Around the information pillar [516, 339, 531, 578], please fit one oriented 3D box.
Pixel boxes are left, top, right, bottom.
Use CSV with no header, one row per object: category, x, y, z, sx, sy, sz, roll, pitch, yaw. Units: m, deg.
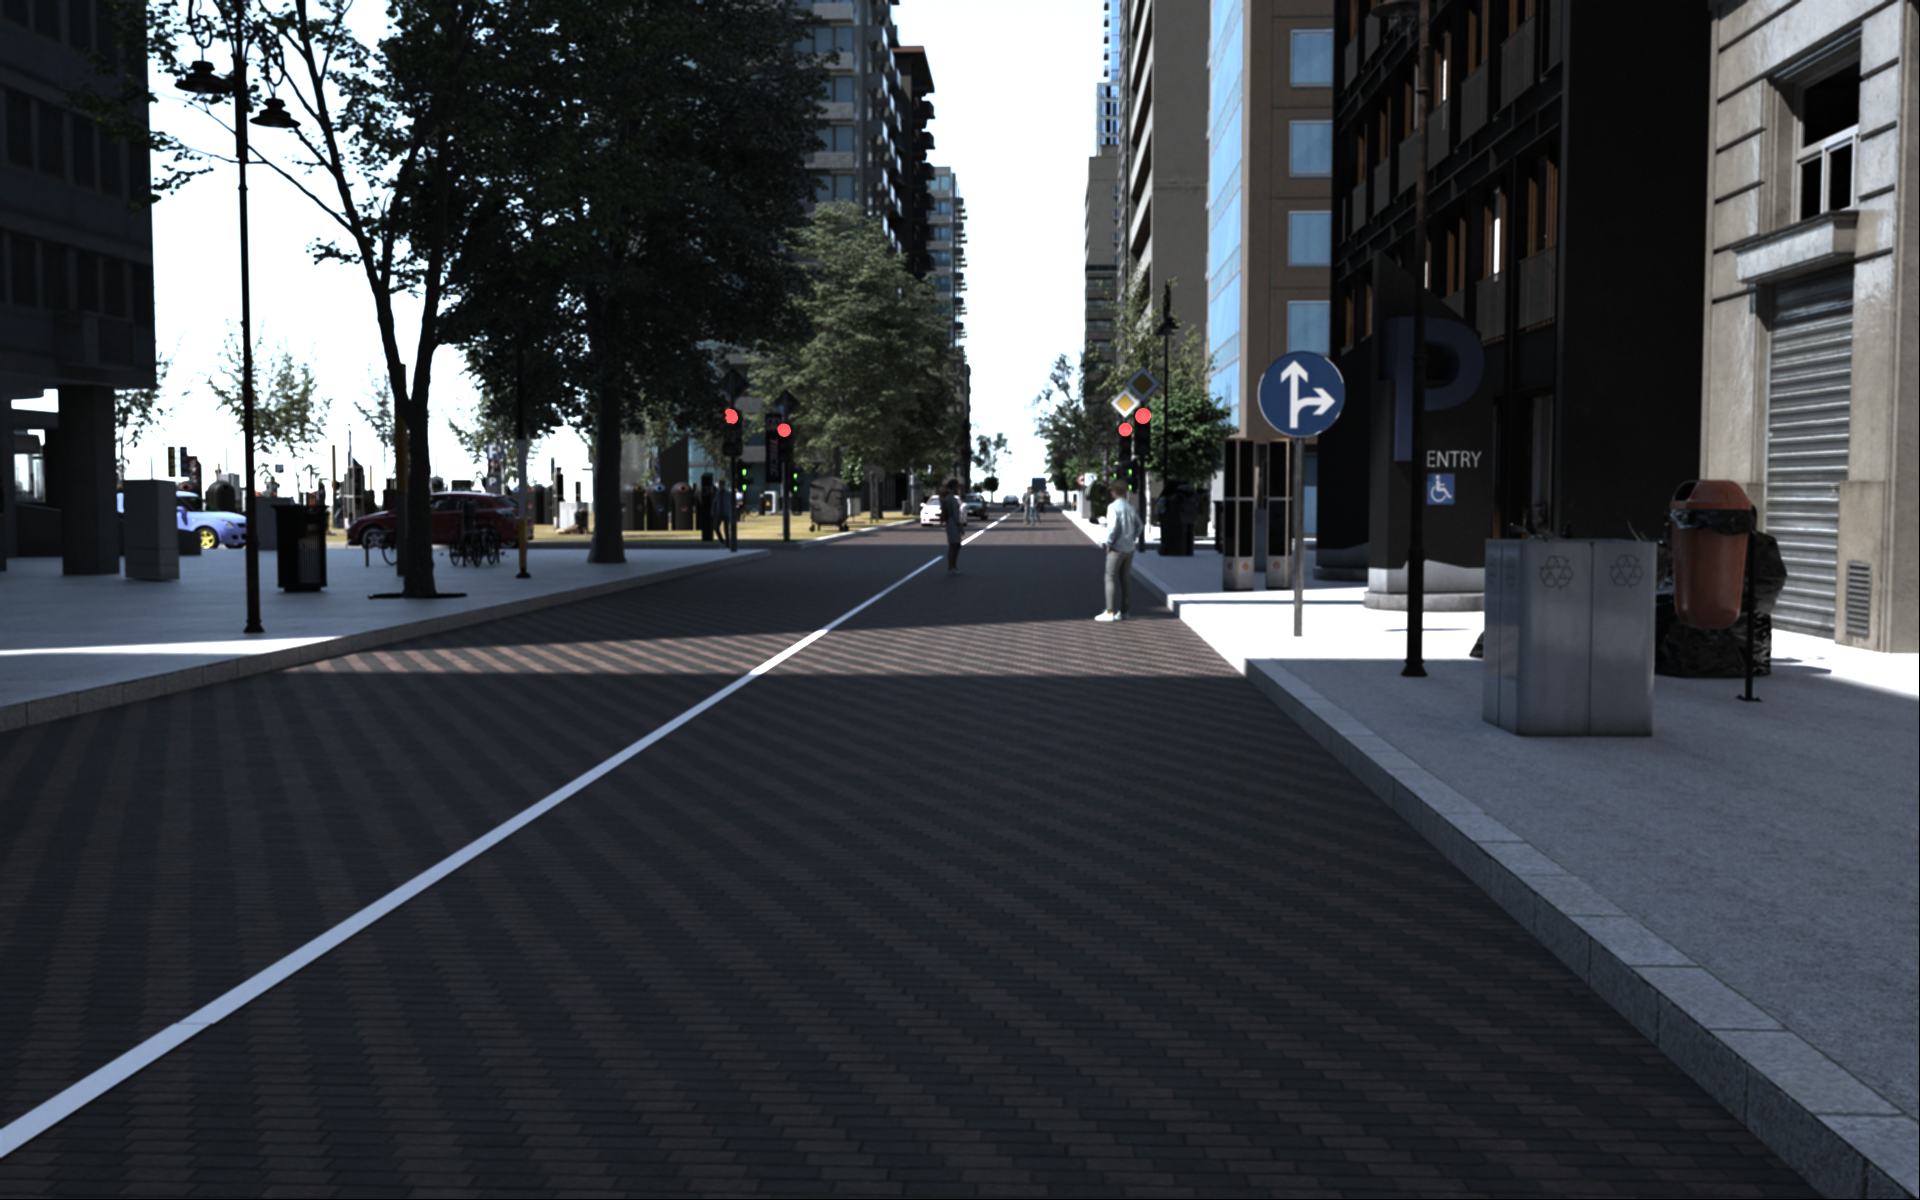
information pillar,-6.707,-2.152,26.539,0.183,3.616,0.504,0,4,-8

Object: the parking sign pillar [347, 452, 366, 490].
parking sign pillar,-38.464,-7.458,110.410,1.447,3.967,1.447,1,4,15

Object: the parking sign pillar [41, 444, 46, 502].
parking sign pillar,-35.044,-4.811,67.132,1.447,3.967,1.447,2,4,35

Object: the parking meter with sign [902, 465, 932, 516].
parking meter with sign,-2.569,-6.581,103.860,1.738,3.016,0.543,-1,4,-18

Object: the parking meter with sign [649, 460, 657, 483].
parking meter with sign,-14.814,-5.571,87.353,1.738,3.016,0.543,2,4,30

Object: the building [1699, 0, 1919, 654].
building,14.201,-10.368,2.798,16.112,22.955,30.059,0,4,3

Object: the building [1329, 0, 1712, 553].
building,13.226,-12.028,26.330,12.332,23.373,15.834,0,4,3

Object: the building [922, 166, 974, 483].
building,-10.137,-38.739,252.994,23.786,49.044,30.456,0,4,3

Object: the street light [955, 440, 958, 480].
street light,-0.313,-10.791,149.215,0.468,5.910,1.993,0,4,3

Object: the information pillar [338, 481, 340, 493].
information pillar,-34.611,-5.669,97.175,0.304,2.012,0.304,-2,4,-34

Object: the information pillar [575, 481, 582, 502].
information pillar,-21.397,-5.665,97.113,0.304,2.012,0.304,0,4,2

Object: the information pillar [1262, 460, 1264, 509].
information pillar,6.677,-2.004,37.250,0.304,2.012,0.304,2,4,24

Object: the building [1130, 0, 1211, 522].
building,19.751,-28.335,86.986,21.300,48.544,21.600,0,4,3

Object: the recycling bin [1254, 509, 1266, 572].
recycling bin,4.930,-1.008,29.027,0.722,1.027,0.722,2,4,29

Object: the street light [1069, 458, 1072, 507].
street light,9.508,-10.550,145.272,0.468,5.910,1.993,0,4,3

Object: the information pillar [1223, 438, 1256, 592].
information pillar,3.676,-1.121,22.821,0.304,2.012,0.304,-2,4,-30

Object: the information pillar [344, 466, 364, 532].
information pillar,-16.084,-2.544,46.082,0.304,2.012,0.304,3,4,36

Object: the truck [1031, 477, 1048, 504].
truck,12.318,-16.979,267.361,2.967,4.110,18.799,0,4,1

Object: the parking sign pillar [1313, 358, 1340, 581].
parking sign pillar,6.038,-2.290,25.919,1.447,3.967,1.447,2,4,27

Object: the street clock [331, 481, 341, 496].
street clock,-33.969,-5.487,94.288,0.471,2.002,0.358,-3,5,-44

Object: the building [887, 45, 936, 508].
building,-13.808,-31.383,167.731,22.147,44.769,28.867,0,4,3

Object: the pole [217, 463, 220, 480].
pole,-47.974,-7.238,112.182,0.158,3.312,0.155,0,3,0

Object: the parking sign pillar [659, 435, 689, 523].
parking sign pillar,-12.891,-5.480,78.075,1.447,3.967,1.447,-1,4,-13

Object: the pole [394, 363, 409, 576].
pole,-8.726,-2.033,27.077,0.158,3.312,0.155,0,3,0

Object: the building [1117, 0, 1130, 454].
building,25.109,-45.481,181.872,20.563,71.187,20.611,0,4,3

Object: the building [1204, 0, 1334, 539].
building,15.550,-24.735,54.526,14.200,45.320,14.600,0,4,3

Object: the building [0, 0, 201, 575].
building,-25.057,-20.166,21.600,23.993,40.220,32.217,0,4,3

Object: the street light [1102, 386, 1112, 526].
street light,5.943,-5.930,69.743,0.468,5.910,1.993,0,4,3

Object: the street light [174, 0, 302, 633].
street light,-6.549,-2.636,15.887,0.468,5.910,1.993,0,4,3

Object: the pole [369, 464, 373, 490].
pole,-40.274,-7.619,118.409,0.158,3.312,0.155,0,3,0

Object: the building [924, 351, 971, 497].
building,-12.920,-23.197,224.310,27.650,21.520,28.899,0,4,3

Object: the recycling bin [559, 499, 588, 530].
recycling bin,-12.969,-2.790,58.179,0.722,1.027,0.722,1,4,18

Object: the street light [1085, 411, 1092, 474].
street light,7.074,-7.483,95.133,0.468,5.910,1.993,0,4,3

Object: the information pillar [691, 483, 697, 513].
information pillar,-17.949,-6.874,116.876,0.304,2.012,0.304,-2,4,-26

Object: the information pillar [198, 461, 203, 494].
information pillar,-49.654,-7.442,113.023,0.183,3.616,0.504,1,4,18

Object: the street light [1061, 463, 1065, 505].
street light,11.952,-13.713,197.000,0.468,5.910,1.993,0,4,3

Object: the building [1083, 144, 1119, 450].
building,27.777,-37.426,235.611,21.300,48.544,21.600,0,4,3

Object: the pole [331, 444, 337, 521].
pole,-25.646,-4.719,70.993,0.158,3.312,0.155,0,3,0

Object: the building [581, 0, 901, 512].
building,-16.415,-31.676,137.506,23.786,49.044,30.456,0,4,3

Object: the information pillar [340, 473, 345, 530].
information pillar,-20.896,-3.354,59.329,0.304,2.012,0.304,3,4,38

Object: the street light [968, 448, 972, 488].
street light,1.045,-12.355,174.791,0.468,5.910,1.993,0,4,3

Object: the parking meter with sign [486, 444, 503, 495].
parking meter with sign,-15.948,-3.844,59.113,0.543,3.016,1.738,-1,4,-10

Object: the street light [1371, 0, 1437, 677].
street light,3.206,-2.401,12.050,0.468,5.910,1.993,0,4,3

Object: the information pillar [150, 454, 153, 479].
information pillar,-46.658,-6.645,100.007,0.183,3.616,0.504,-2,4,-34

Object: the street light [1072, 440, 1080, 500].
street light,8.262,-9.048,120.714,0.468,5.910,1.993,0,4,3

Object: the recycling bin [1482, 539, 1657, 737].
recycling bin,3.318,0.188,9.474,0.722,1.027,0.722,0,4,1

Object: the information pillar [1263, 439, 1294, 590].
information pillar,4.284,-1.145,23.216,0.304,2.012,0.304,1,4,22

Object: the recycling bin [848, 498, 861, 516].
recycling bin,-6.318,-5.484,102.213,0.722,1.027,0.722,-2,4,-24

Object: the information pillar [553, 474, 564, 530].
information pillar,-14.364,-3.518,62.006,0.304,2.012,0.304,-2,4,-33

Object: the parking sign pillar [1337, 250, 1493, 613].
parking sign pillar,5.263,-1.887,19.329,1.447,3.967,1.447,-1,4,-16

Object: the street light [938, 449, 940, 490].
street light,-1.482,-9.197,123.165,0.468,5.910,1.993,0,4,3

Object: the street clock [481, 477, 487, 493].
street clock,-20.370,-4.284,74.610,0.471,2.002,0.358,2,4,27

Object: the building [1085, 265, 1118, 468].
building,22.793,-27.331,218.557,14.160,30.474,14.107,0,4,3

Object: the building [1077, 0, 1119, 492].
building,29.271,-58.027,261.406,22.319,86.520,31.000,0,4,3

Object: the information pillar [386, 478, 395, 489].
information pillar,-25.822,-4.531,78.578,0.304,2.012,0.304,1,4,9

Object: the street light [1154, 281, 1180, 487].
street light,4.477,-3.967,37.656,0.468,5.910,1.993,0,4,3
